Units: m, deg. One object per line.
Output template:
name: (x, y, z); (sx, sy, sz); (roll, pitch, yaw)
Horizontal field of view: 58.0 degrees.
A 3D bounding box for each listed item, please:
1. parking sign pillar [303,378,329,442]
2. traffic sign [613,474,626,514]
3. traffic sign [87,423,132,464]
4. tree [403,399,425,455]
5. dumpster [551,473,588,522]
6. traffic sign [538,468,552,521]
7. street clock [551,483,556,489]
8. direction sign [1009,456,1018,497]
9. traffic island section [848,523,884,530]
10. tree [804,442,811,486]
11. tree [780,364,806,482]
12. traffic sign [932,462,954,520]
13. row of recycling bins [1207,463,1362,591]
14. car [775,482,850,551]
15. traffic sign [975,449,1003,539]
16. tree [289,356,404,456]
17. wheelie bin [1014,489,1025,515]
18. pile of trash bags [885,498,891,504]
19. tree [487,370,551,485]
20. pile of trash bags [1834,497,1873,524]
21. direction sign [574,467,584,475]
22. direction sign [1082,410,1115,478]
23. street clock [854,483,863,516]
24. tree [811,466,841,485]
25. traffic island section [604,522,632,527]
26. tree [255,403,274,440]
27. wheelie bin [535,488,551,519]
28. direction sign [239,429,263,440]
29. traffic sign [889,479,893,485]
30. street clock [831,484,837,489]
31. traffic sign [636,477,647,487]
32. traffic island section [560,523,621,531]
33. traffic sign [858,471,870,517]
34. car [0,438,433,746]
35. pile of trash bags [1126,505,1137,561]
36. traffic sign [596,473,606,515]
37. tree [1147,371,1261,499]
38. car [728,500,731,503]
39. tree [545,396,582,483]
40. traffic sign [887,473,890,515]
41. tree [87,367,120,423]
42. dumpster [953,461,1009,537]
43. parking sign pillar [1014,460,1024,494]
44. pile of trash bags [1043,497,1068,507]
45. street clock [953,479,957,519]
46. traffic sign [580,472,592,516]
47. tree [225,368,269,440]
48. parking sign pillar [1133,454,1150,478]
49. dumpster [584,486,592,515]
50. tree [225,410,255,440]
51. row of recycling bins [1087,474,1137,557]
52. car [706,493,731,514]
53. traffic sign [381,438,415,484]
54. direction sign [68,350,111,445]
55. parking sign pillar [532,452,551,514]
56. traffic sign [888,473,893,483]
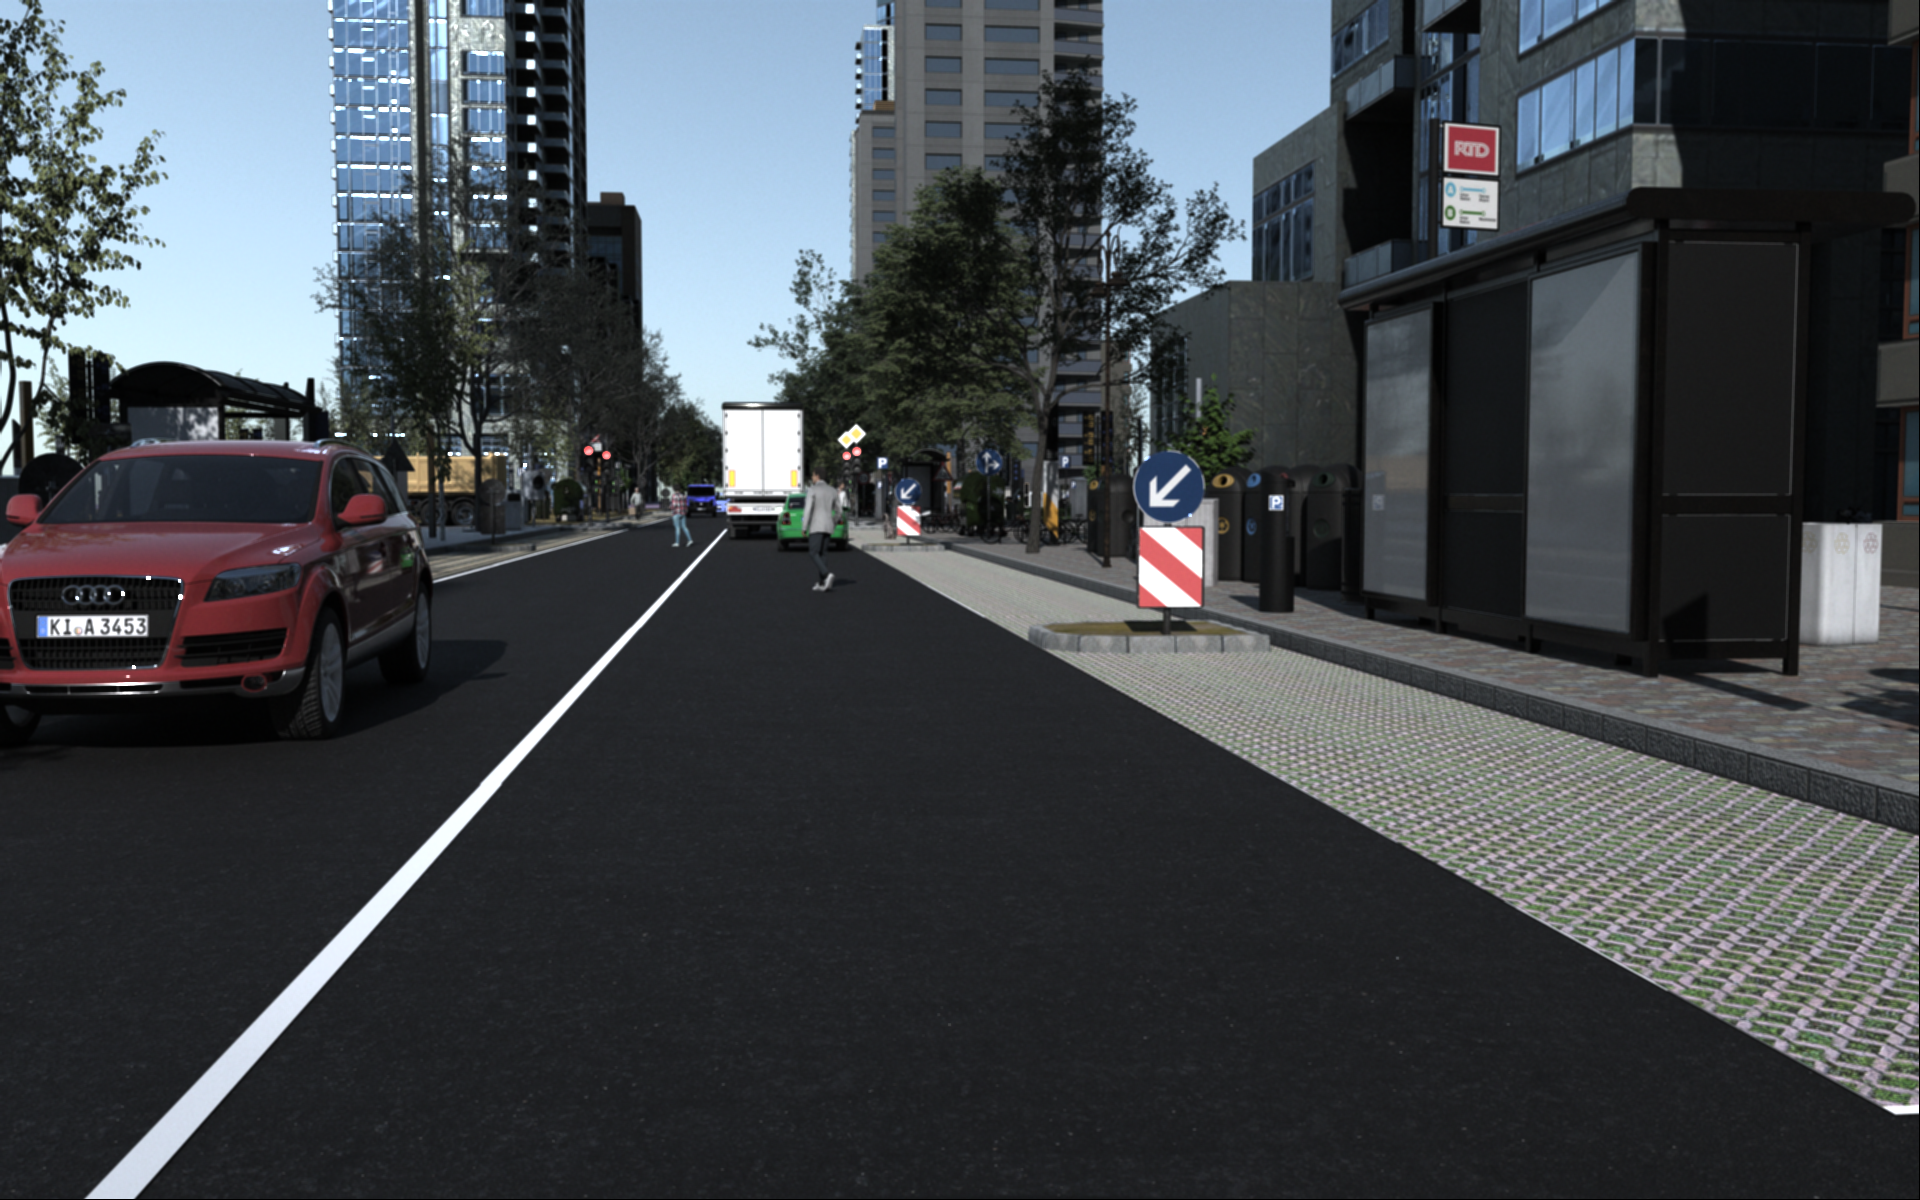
parking sign pillar: (-15.226, -3.209, 40.938); (1.447, 3.967, 1.447); (-2, 4, -26)
traffic sign: (-21.749, -6.748, 110.332); (0.884, 2.594, 0.081); (0, 4, -6)
traffic sign: (-12.210, -1.394, 24.915); (0.606, 2.300, 0.079); (0, 4, -6)
tree: (-32.290, -9.023, 97.895); (4.360, 8.622, 3.978); (0, 3, 0)
dumpster: (-18.051, -4.739, 79.969); (1.502, 2.255, 1.985); (0, 4, -6)
traffic sign: (-20.097, -5.109, 83.636); (0.768, 2.556, 0.104); (0, 4, 1)
street clock: (-26.115, -6.557, 111.784); (0.358, 2.002, 0.471); (3, 5, 42)
direction sign: (3.071, -6.823, 103.552); (0.876, 3.537, 0.379); (-2, 4, -28)
traffic island section: (-4.123, -2.887, 69.479); (2.009, 0.180, 2.903); (0, 4, -7)
tree: (-27.295, -23.030, 294.668); (7.486, 12.596, 7.792); (0, 3, 0)
tree: (-11.776, -15.409, 158.594); (9.857, 13.997, 8.962); (0, 3, 0)
traffic sign: (-0.697, -4.278, 69.952); (0.884, 2.594, 0.081); (0, 4, 2)
row of recycling bins: (4.643, -1.070, 24.615); (1.069, 1.692, 3.534); (-1, 4, -22)
car: (-3.808, -2.196, 44.700); (1.959, 1.807, 4.718); (0, 4, -5)
traffic sign: (0.819, -2.987, 48.936); (0.768, 2.556, 0.104); (0, 4, 3)
tree: (-32.097, -8.521, 89.679); (4.360, 8.622, 3.978); (0, 3, 0)
wheelie bin: (3.639, -6.044, 106.730); (0.693, 1.594, 0.980); (-1, 4, -17)
pile of trash bags: (-6.352, -8.112, 142.387); (3.447, 1.369, 1.912); (0, 4, -4)
tree: (-25.765, -9.276, 102.030); (4.360, 8.622, 3.978); (0, 3, 0)
pile of trash bags: (16.093, -1.225, 29.776); (1.912, 1.369, 3.447); (3, 5, 41)
direction sign: (-31.319, -9.196, 142.345); (0.876, 3.537, 0.379); (1, 4, 9)
direction sign: (3.742, -3.371, 47.110); (0.876, 3.537, 0.379); (-1, 4, -18)
street clock: (-5.845, -5.815, 99.647); (0.471, 2.002, 0.358); (0, 4, -2)
tree: (-13.346, -11.653, 174.241); (4.285, 4.588, 4.351); (0, 3, 0)
traffic island section: (-15.515, -3.298, 76.205); (2.009, 0.180, 2.903); (0, 4, -7)
tree: (-50.557, -10.889, 128.398); (4.360, 8.622, 3.978); (0, 3, 0)
wheelie bin: (-21.134, -4.880, 87.697); (0.693, 1.594, 0.980); (-3, 5, -44)
direction sign: (-24.541, -4.161, 60.033); (0.876, 3.537, 0.379); (1, 4, 12)
traffic sign: (-3.869, -6.362, 104.015); (0.884, 2.594, 0.081); (0, 4, -1)
street clock: (-9.346, -7.577, 128.458); (0.471, 2.002, 0.358); (3, 5, 44)
traffic sign: (-23.275, -7.735, 126.565); (0.768, 2.556, 0.104); (0, 4, 2)
traffic island section: (-14.595, -2.813, 68.273); (2.009, 0.180, 2.903); (0, 4, -7)
traffic sign: (-5.376, -5.911, 96.746); (0.768, 2.556, 0.104); (0, 4, 2)
car: (-4.896, -0.181, 11.634); (2.281, 1.827, 5.304); (0, 4, -8)
pile of trash bags: (4.945, -1.470, 33.784); (3.447, 1.369, 1.912); (1, 4, 8)
traffic sign: (-21.522, -6.358, 104.052); (0.768, 2.556, 0.104); (0, 4, 1)
tree: (4.001, -2.003, 27.349); (1.663, 3.219, 1.824); (0, 3, 0)
car: (-24.590, -10.719, 187.843); (1.945, 1.354, 3.894); (0, 4, -5)
tree: (-28.071, -10.376, 120.006); (4.737, 8.622, 4.395); (0, 3, 0)
traffic sign: (-4.359, -6.480, 105.959); (0.884, 2.594, 0.081); (0, 4, -2)
tree: (-47.080, -8.995, 97.432); (4.360, 8.622, 3.978); (0, 3, 0)
dumpster: (0.640, -3.044, 52.265); (1.502, 2.255, 1.985); (0, 4, -6)
parking sign pillar: (4.557, -8.928, 134.450); (1.447, 3.967, 1.447); (-1, 4, -19)
pile of trash bags: (7.055, -7.090, 125.674); (1.912, 1.369, 3.447); (-1, 4, -20)
street clock: (-0.142, -4.958, 85.636); (0.358, 2.002, 0.471); (-3, 4, -36)
traffic sign: (-21.391, -6.054, 99.097); (0.768, 2.556, 0.104); (0, 4, 0)
tree: (-42.900, -9.270, 101.921); (4.737, 8.622, 4.395); (0, 3, 0)
parking sign pillar: (13.167, -8.359, 125.134); (1.447, 3.967, 1.447); (1, 4, 19)
dumpster: (-22.874, -6.027, 104.296); (1.264, 1.857, 1.865); (0, 4, -7)
tree: (-47.377, -9.648, 108.114); (4.360, 8.622, 3.978); (0, 3, 0)
row of recycling bins: (3.298, -1.815, 36.786); (1.069, 1.692, 3.534); (0, 4, 0)
car: (-17.678, -7.122, 126.042); (1.945, 1.707, 3.694); (-1, 4, -8)
traffic sign: (-13.195, -2.478, 40.519); (0.884, 2.594, 0.081); (0, 4, -4)
direction sign: (-13.842, -2.179, 27.624); (0.379, 3.537, 0.876); (1, 4, 13)
parking sign pillar: (-26.761, -7.441, 110.140); (1.447, 3.967, 1.447); (0, 4, 8)
traffic sign: (-3.966, -6.397, 104.702); (0.768, 2.556, 0.104); (0, 4, -1)
